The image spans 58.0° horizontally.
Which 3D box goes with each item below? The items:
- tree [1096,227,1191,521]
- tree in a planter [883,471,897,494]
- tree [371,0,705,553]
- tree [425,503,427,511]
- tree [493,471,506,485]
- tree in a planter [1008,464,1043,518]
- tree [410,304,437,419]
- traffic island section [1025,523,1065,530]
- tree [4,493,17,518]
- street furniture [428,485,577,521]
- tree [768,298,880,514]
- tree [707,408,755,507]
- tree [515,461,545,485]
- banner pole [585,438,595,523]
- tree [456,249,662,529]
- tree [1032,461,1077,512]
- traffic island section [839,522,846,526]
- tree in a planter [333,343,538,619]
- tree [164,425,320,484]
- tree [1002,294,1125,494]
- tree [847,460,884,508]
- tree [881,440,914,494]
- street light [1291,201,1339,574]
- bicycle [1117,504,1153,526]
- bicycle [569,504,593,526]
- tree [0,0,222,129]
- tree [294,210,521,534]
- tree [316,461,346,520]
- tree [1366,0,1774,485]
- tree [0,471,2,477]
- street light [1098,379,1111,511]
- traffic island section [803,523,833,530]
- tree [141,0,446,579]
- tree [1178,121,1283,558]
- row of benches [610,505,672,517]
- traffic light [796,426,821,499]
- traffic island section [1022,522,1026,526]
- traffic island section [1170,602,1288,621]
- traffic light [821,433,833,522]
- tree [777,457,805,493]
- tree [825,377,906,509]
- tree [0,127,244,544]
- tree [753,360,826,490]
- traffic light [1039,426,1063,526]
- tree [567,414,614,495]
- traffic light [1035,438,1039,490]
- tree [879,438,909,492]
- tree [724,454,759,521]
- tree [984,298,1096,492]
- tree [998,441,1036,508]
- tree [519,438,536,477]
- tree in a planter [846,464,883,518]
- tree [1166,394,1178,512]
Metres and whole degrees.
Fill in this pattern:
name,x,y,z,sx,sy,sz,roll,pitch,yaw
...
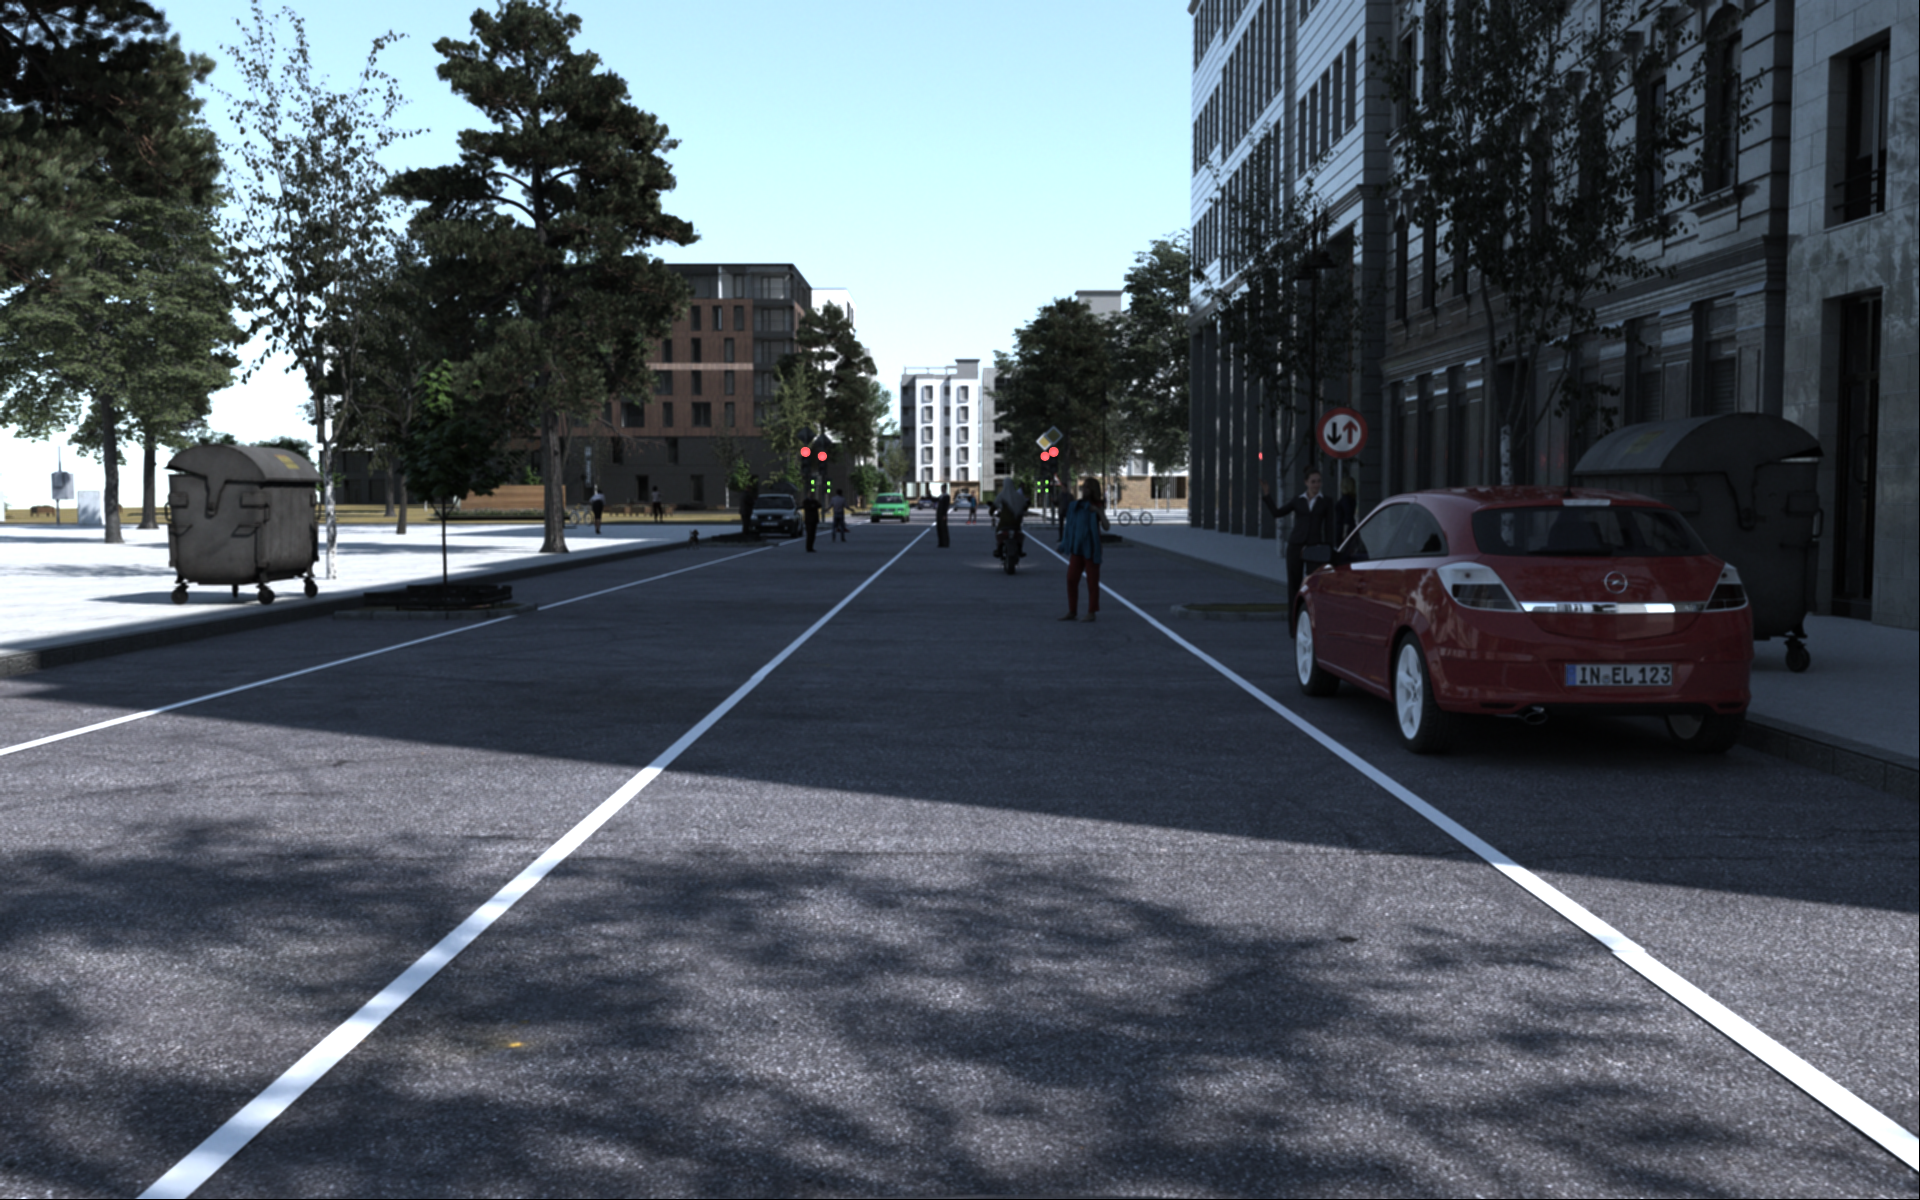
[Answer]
name,x,y,z,sx,sy,sz,roll,pitch,yaw
tree,11.283,-10.768,82.707,9.857,13.997,8.962,0,3,0
tree in a planter,-5.605,-8.107,129.770,1.991,3.239,1.994,0,4,0
tree,-8.891,-7.052,37.359,6.751,12.117,7.091,0,3,0
tree,-40.438,-11.025,130.628,4.737,8.622,4.395,0,3,0
tree,-38.215,-9.001,141.771,1.663,3.219,1.824,0,3,0
tree in a planter,3.974,-6.477,103.125,1.991,3.239,1.994,0,4,0
tree,-32.252,-11.671,98.244,7.806,13.903,7.818,0,3,0
traffic island section,3.797,-2.932,70.225,2.009,0.180,2.903,0,4,0
tree,-60.019,-11.580,91.146,18.604,14.587,13.155,-1,4,-22
street furniture,-23.945,-4.870,86.475,9.812,1.723,11.010,-1,4,-20
tree,-8.992,-12.474,111.368,7.806,13.903,7.818,0,3,0
tree,-19.519,-11.949,145.733,4.360,8.622,3.978,0,3,0
tree,-25.269,-6.543,101.585,1.663,3.219,1.824,0,3,0
banner pole,-16.543,-5.359,77.642,0.863,3.779,0.401,3,4,37
tree,-14.919,-8.508,64.853,9.928,11.665,9.643,0,3,0
tree,7.395,-8.859,128.564,4.285,4.588,4.351,0,3,0
traffic island section,-6.202,-3.424,78.268,2.009,0.180,2.903,0,4,0
tree in a planter,-6.182,-1.435,20.692,1.991,3.239,1.994,0,4,0
tree,-59.152,-11.007,142.865,20.602,7.101,11.467,2,4,30
tree,5.802,-10.475,93.315,6.751,12.117,7.091,0,3,0
tree,-8.733,-10.780,159.965,4.285,4.588,4.351,0,3,0
tree,-8.150,-17.091,229.800,4.360,8.622,3.978,0,3,0
street light,5.647,-3.360,27.729,0.468,5.910,1.993,0,4,0
bicycle,7.073,-3.481,70.139,1.543,0.972,0.635,-1,4,-13
bicycle,-15.447,-3.506,70.548,1.543,0.972,0.635,3,5,39
tree,-8.849,-6.513,13.915,7.806,13.903,7.818,0,3,0
tree,-17.517,-7.376,55.018,7.601,10.594,8.767,0,4,0
tree,-31.107,-5.529,84.998,1.663,3.219,1.824,0,3,0
tree,6.215,-4.201,19.046,4.360,8.622,3.978,0,3,0
tree,-35.648,-4.176,62.885,1.663,3.219,1.824,0,3,0
street light,5.795,-5.930,69.737,0.468,5.910,1.993,0,4,0
traffic island section,-6.244,-2.936,70.283,2.009,0.180,2.903,0,4,0
tree,-9.513,-4.602,25.610,4.360,8.622,3.978,0,3,0
tree,6.447,-5.139,34.389,4.360,8.622,3.978,0,3,0
row of benches,-18.260,-5.142,99.527,4.104,0.672,1.422,2,4,26
traffic light,-6.204,-4.948,70.149,0.839,4.213,0.868,0,4,0
traffic island section,3.839,-3.421,78.210,2.009,0.180,2.903,0,4,0
traffic island section,3.529,0.142,20.545,1.991,0.108,1.994,0,4,0
traffic light,-6.162,-5.437,78.134,0.839,4.213,0.868,0,4,0
tree,-8.493,-5.772,88.974,1.663,3.219,1.824,0,3,0
tree,-8.293,-13.593,147.995,9.928,11.665,9.643,0,3,0
tree,-22.089,-7.719,44.328,7.486,12.596,7.792,0,3,0
tree,-9.272,-8.827,94.691,4.737,8.622,4.395,0,3,0
traffic light,3.757,-4.946,70.113,0.839,4.213,0.868,0,4,0
tree,-31.916,-12.255,150.738,4.360,8.622,3.978,0,3,0
traffic light,3.799,-5.434,78.098,0.839,4.213,0.868,0,4,0
tree,-8.233,-16.412,218.692,4.737,8.622,4.395,0,3,0
tree,-10.503,-5.469,84.014,1.663,3.219,1.824,0,3,0
tree,6.678,-12.573,112.227,9.857,13.997,8.962,0,3,0
tree,6.163,-13.575,172.310,4.737,8.622,4.395,0,3,0
tree,-39.207,-12.245,150.568,4.360,8.622,3.978,0,3,0
tree in a planter,-5.745,-6.459,102.827,1.991,3.239,1.994,0,4,0
tree,14.550,-10.549,122.831,4.360,8.622,3.978,0,3,0
